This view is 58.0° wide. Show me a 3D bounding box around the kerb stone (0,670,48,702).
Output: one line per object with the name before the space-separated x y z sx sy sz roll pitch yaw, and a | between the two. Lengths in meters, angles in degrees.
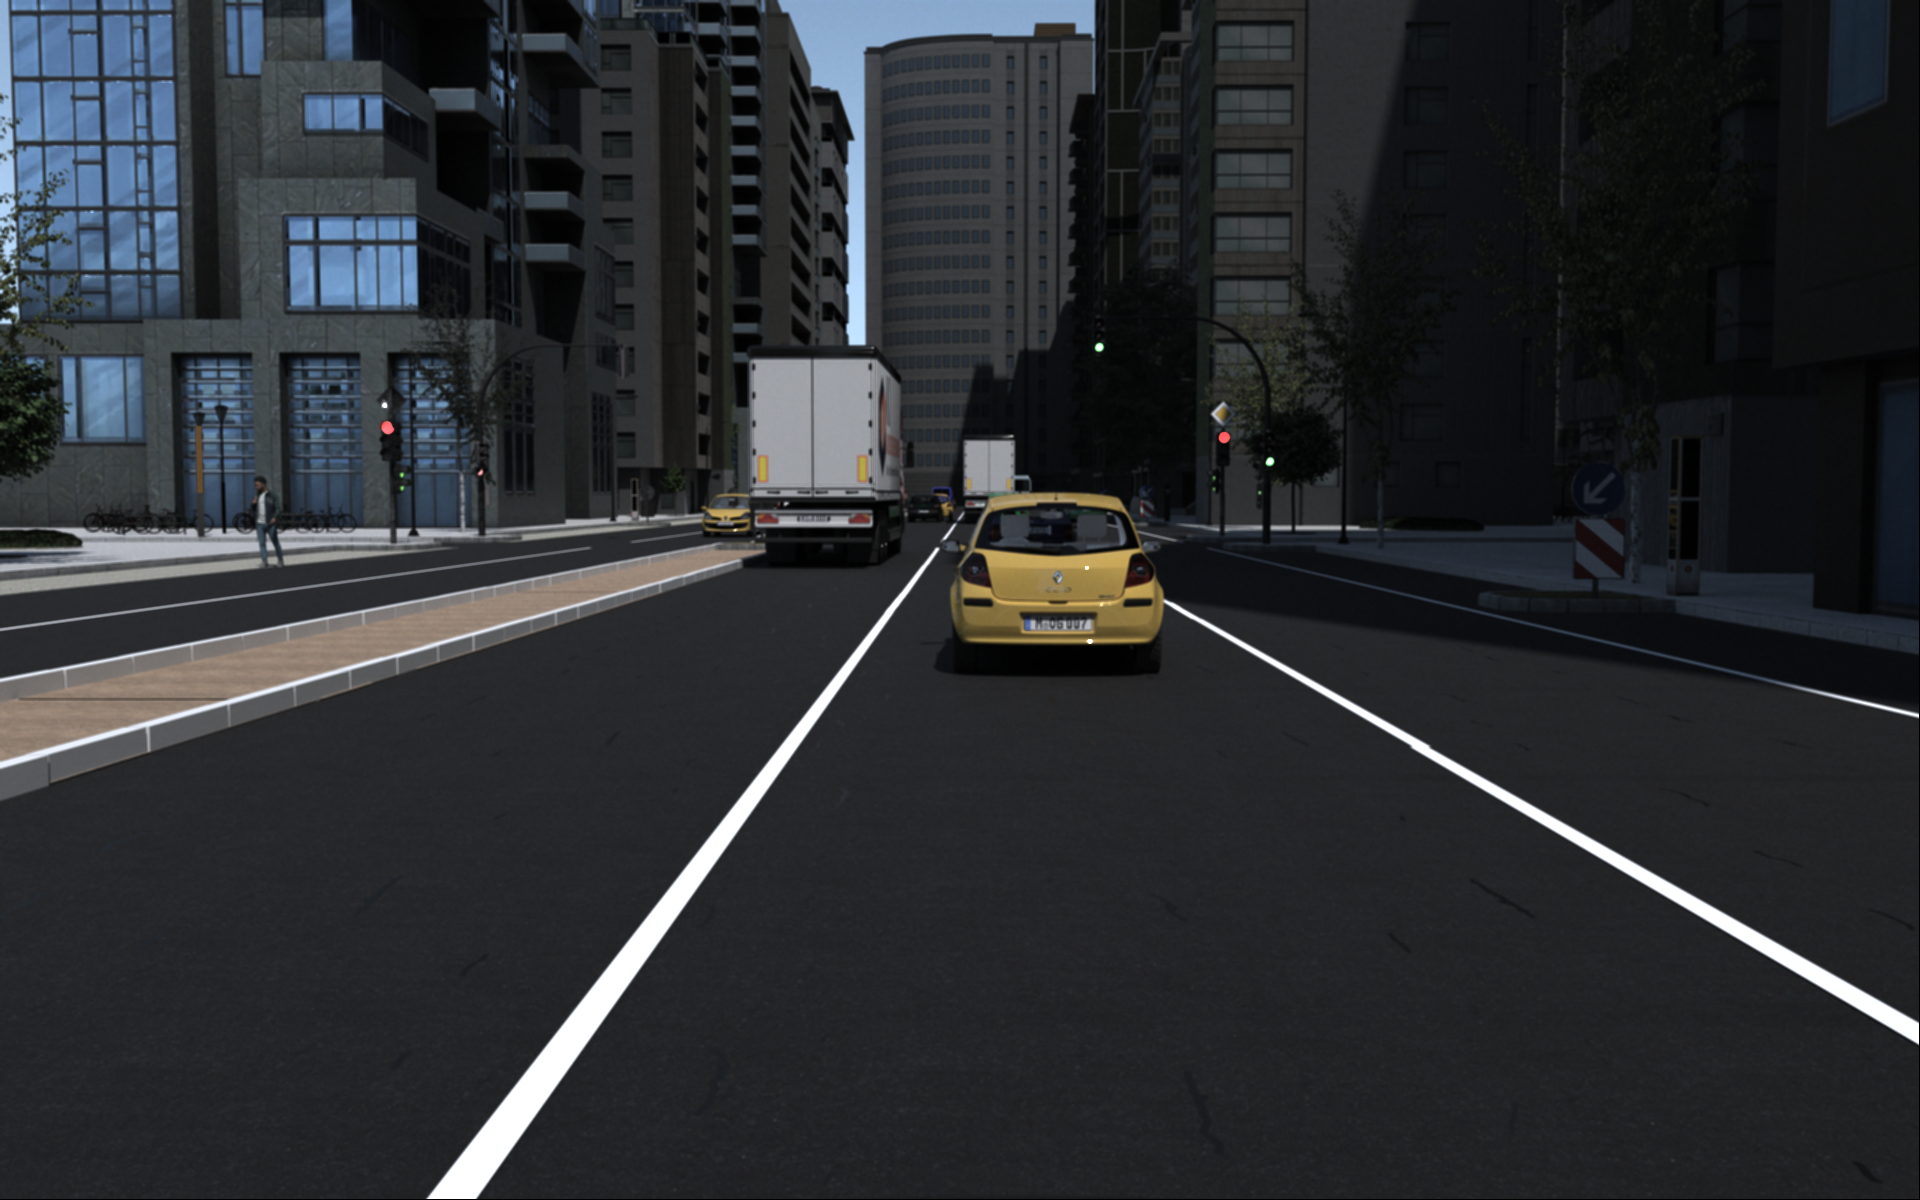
kerb stone | -6.610 0.615 12.151 0.120 0.150 1.000 0 4 1

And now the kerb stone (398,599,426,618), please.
kerb stone | -6.521 0.114 20.339 0.120 0.150 1.000 0 4 1

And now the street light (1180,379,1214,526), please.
street light | 9.556 -5.951 69.845 1.470 5.913 1.316 0 4 1

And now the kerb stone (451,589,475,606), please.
kerb stone | -6.509 -0.011 22.387 0.120 0.150 1.000 0 4 1

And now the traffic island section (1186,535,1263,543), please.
traffic island section | 7.967 -1.849 52.505 2.009 0.180 2.903 0 4 1

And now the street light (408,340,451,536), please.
street light | -16.083 -4.891 52.511 1.470 5.913 1.316 0 4 1

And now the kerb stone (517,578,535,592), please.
kerb stone | -6.473 -0.199 25.465 0.120 0.150 1.000 0 4 1

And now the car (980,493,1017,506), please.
car | 1.758 -3.597 67.609 1.959 1.807 4.718 0 4 1

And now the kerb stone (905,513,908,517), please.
kerb stone | -3.442 -5.750 116.211 0.120 0.150 1.000 0 4 1

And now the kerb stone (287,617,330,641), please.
kerb stone | -6.556 0.301 17.266 0.120 0.150 1.000 0 4 1

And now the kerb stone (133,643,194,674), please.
kerb stone | -6.588 0.489 14.194 0.120 0.150 1.000 0 4 1

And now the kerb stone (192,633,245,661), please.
kerb stone | -6.575 0.427 15.216 0.120 0.150 1.000 0 4 1

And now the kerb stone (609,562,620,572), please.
kerb stone | -6.419 -0.578 31.638 0.120 0.150 1.000 0 4 1

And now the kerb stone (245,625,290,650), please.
kerb stone | -6.572 0.367 16.245 0.120 0.150 1.000 0 4 1

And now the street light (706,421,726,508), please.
street light | -15.472 -8.388 109.677 1.470 5.913 1.316 0 4 1

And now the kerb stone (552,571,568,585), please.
kerb stone | -6.443 -0.326 27.528 0.120 0.150 1.000 0 4 1

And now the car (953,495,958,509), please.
car | -1.255 -9.945 172.383 2.009 1.686 4.222 0 4 0

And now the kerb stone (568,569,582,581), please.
kerb stone | -6.443 -0.389 28.557 0.120 0.150 1.000 0 4 1

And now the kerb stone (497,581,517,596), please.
kerb stone | -6.481 -0.133 24.438 0.120 0.150 1.000 0 4 1

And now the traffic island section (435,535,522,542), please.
traffic island section | -14.573 -1.863 52.739 2.009 0.180 2.903 0 4 1

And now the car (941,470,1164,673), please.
car | 0.814 -0.311 15.315 2.015 1.641 3.980 0 4 2

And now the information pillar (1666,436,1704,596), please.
information pillar | 9.163 -1.064 21.896 0.304 2.012 0.304 0 4 -1

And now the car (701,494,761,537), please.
car | -7.729 -2.984 59.018 2.015 1.641 3.980 0 3 0

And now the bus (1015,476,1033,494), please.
bus | 6.129 -11.360 180.599 2.948 3.499 13.247 0 4 2

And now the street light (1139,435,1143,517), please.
street light | 9.863 -7.724 98.836 1.470 5.913 1.316 0 4 1

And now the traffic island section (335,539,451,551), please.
traffic island section | -14.654 -1.375 44.754 2.009 0.180 2.903 0 4 1

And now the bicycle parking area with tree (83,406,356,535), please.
bicycle parking area with tree | -25.145 -4.377 58.562 9.016 4.147 8.231 -1 4 -18

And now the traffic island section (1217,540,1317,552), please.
traffic island section | 7.886 -1.360 44.520 2.009 0.180 2.903 0 4 1

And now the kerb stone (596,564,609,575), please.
kerb stone | -6.423 -0.515 30.616 0.120 0.150 1.000 0 4 1

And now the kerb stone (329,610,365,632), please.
kerb stone | -6.546 0.239 18.290 0.120 0.150 1.000 0 4 1

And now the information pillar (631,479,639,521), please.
information pillar | -15.733 -4.854 83.857 0.304 2.012 0.304 0 4 0

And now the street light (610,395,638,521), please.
street light | -15.739 -6.639 81.094 1.470 5.913 1.316 0 4 1

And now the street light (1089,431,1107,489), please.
street light | 10.210 -9.479 127.518 1.470 5.913 1.316 0 4 1

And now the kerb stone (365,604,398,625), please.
kerb stone | -6.528 0.176 19.317 0.120 0.150 1.000 0 4 1

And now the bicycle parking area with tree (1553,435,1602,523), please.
bicycle parking area with tree | 29.358 -6.120 87.070 9.016 4.147 8.231 0 4 8

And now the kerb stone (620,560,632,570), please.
kerb stone | -6.401 -0.640 32.662 0.120 0.150 1.000 0 4 1

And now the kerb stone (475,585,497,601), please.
kerb stone | -6.495 -0.074 23.410 0.120 0.150 1.000 0 4 1

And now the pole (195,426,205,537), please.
pole | -22.735 -3.544 51.794 0.158 3.312 0.155 0 3 0

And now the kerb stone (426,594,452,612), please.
kerb stone | -6.515 0.054 21.365 0.120 0.150 1.000 0 4 1

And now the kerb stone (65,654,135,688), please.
kerb stone | -6.596 0.554 13.173 0.120 0.150 1.000 0 4 1

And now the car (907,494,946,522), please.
car | -1.757 -4.851 89.100 2.009 1.686 4.222 0 4 2

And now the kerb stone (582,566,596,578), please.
kerb stone | -6.428 -0.452 29.591 0.120 0.150 1.000 0 4 1

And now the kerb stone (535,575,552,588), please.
kerb stone | -6.460 -0.263 26.501 0.120 0.150 1.000 0 4 1

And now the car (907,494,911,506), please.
car | -6.547 -11.363 197.586 2.131 1.459 4.920 0 4 2

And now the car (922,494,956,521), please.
car | -1.231 -5.155 94.501 2.015 1.641 3.980 0 3 0
